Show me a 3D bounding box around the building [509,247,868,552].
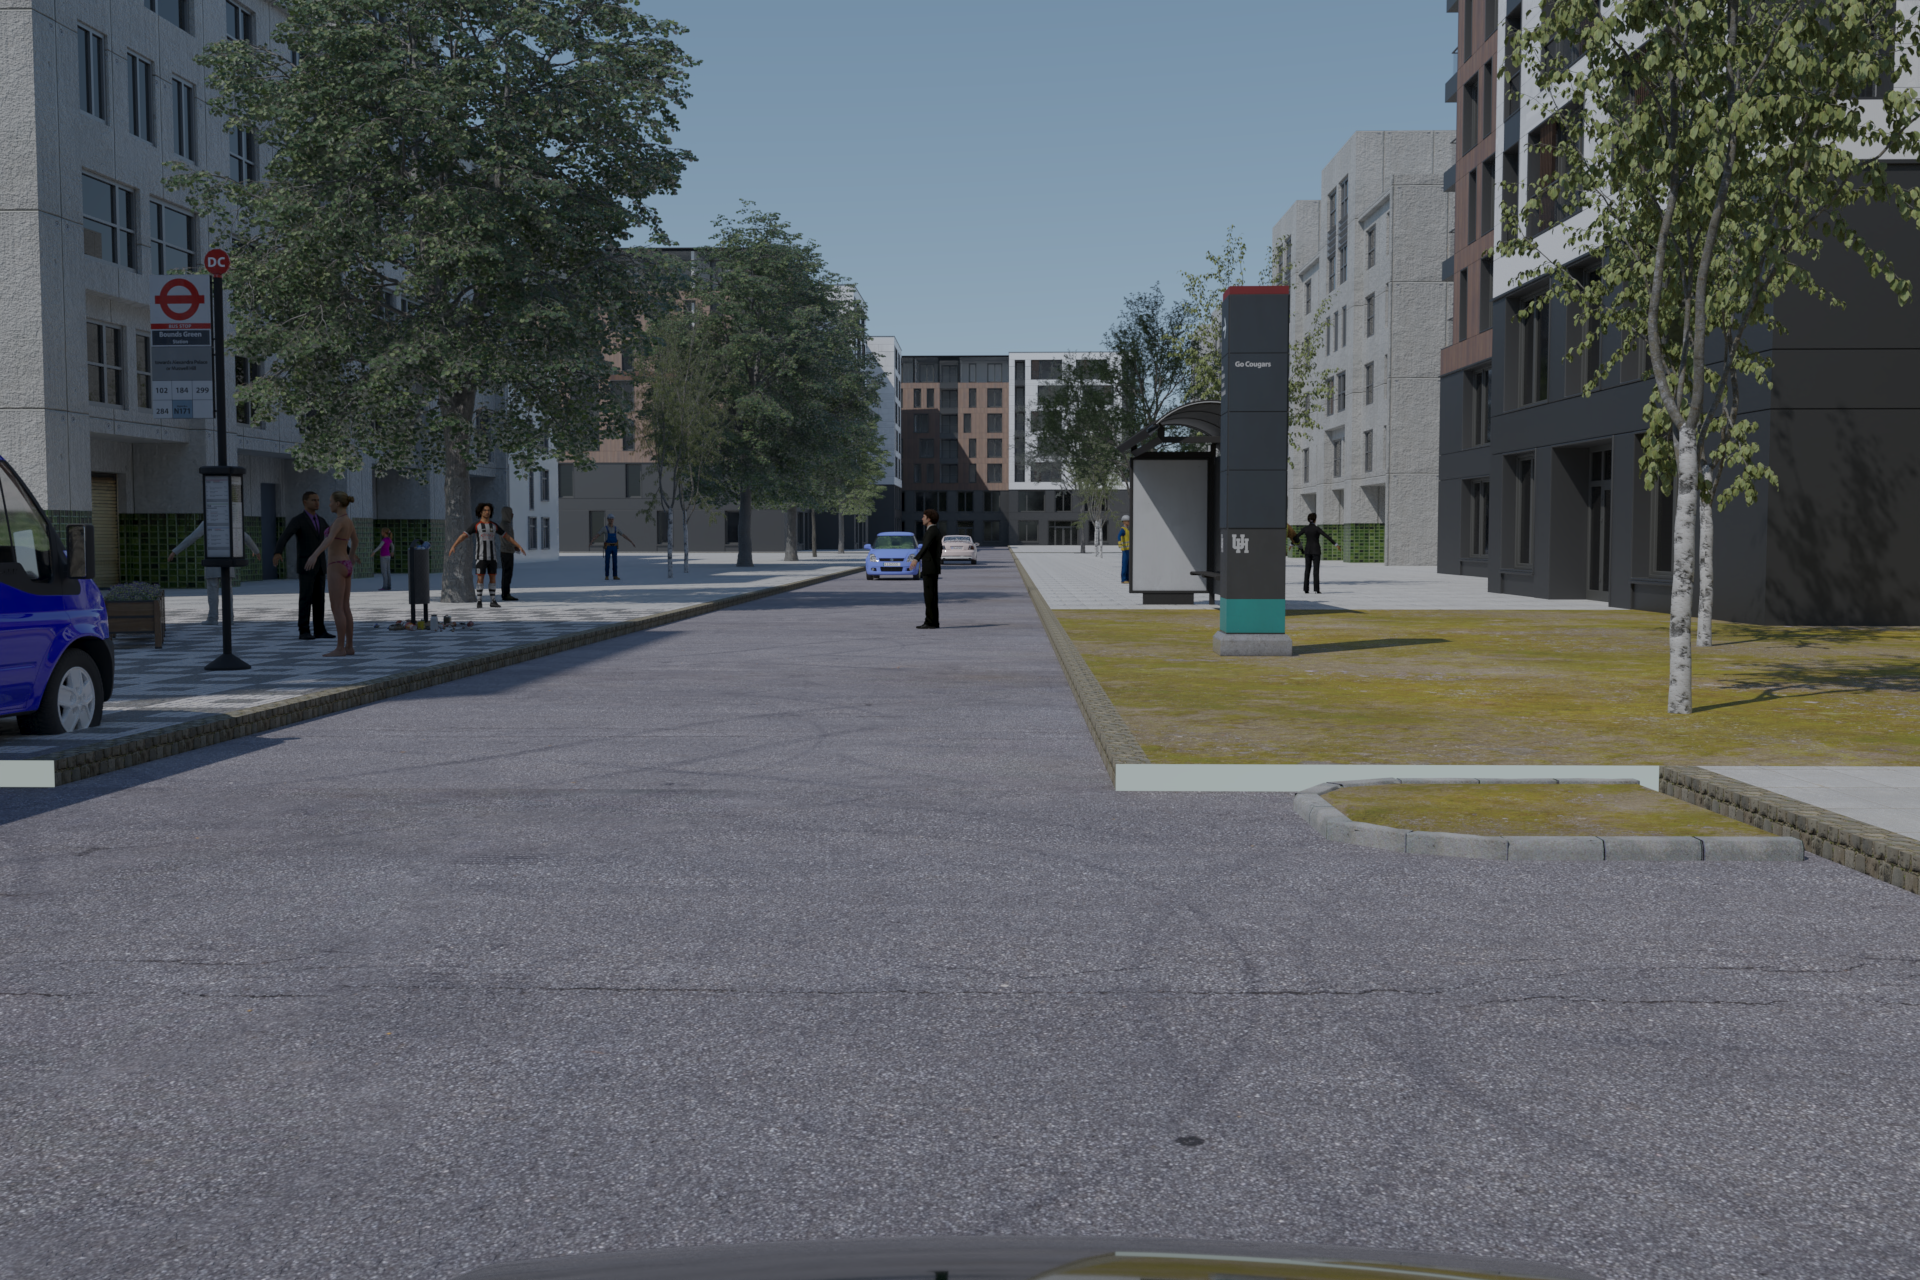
[{"bbox_3d":[-22.647,-18.108,140.047,27.936,21.610,32.646,0,4,2],"label":"building"}]

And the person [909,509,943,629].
[{"bbox_3d":[-0.469,-1.077,26.256,0.705,1.806,1.347,1,4,15],"label":"person"}]

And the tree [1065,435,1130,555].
[{"bbox_3d":[8.283,-9.425,104.459,4.360,8.622,3.978,0,3,0],"label":"tree"}]

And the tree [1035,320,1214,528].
[{"bbox_3d":[7.269,-8.569,74.519,8.767,10.594,7.601,1,4,10],"label":"tree"}]

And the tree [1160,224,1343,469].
[{"bbox_3d":[7.005,-5.618,42.218,4.737,8.622,4.395,0,3,0],"label":"tree"}]

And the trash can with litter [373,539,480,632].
[{"bbox_3d":[-7.173,-0.775,23.724,1.678,1.210,2.233,0,4,2],"label":"trash can with litter"}]

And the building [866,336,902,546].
[{"bbox_3d":[-20.726,-20.354,176.762,27.936,21.610,32.646,0,4,1],"label":"building"}]

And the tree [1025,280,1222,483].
[{"bbox_3d":[6.631,-7.951,64.407,8.767,10.594,7.601,-1,4,-11],"label":"tree"}]

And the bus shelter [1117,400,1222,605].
[{"bbox_3d":[3.817,-2.138,28.876,2.014,3.302,5.546,0,4,1],"label":"bus shelter"}]

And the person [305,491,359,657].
[{"bbox_3d":[-6.598,-0.699,18.226,0.721,1.733,1.217,0,4,1],"label":"person"}]

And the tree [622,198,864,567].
[{"bbox_3d":[-8.443,-9.857,67.814,9.857,13.997,8.962,0,3,0],"label":"tree"}]

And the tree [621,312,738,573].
[{"bbox_3d":[-8.999,-6.543,57.335,4.360,8.622,3.978,0,3,0],"label":"tree"}]

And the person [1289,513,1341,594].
[{"bbox_3d":[7.620,-1.869,37.281,1.216,1.740,0.721,3,4,38],"label":"person"}]

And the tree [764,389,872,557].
[{"bbox_3d":[-8.368,-9.871,95.804,7.601,10.594,8.767,-3,4,-36],"label":"tree"}]

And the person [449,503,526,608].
[{"bbox_3d":[-8.236,-1.467,30.127,1.345,1.843,0.704,-2,4,-32],"label":"person"}]

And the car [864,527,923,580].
[{"bbox_3d":[-2.034,-2.769,54.865,1.945,1.707,3.694,0,4,2],"label":"car"}]

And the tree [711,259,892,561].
[{"bbox_3d":[-8.030,-10.697,81.551,9.857,13.997,8.962,0,3,0],"label":"tree"}]

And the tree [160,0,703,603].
[{"bbox_3d":[-9.537,-7.675,32.139,9.857,13.997,8.962,0,3,0],"label":"tree"}]

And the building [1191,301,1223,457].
[{"bbox_3d":[28.449,-16.649,138.661,16.747,18.905,31.486,0,4,2],"label":"building"}]

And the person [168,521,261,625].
[{"bbox_3d":[-10.496,-1.120,24.499,0.705,1.806,1.347,3,5,39],"label":"person"}]

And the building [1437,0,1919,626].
[{"bbox_3d":[25.597,-11.948,39.332,27.936,21.610,32.646,0,4,2],"label":"building"}]

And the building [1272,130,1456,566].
[{"bbox_3d":[25.936,-13.335,84.490,16.747,18.905,31.486,0,4,2],"label":"building"}]

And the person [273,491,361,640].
[{"bbox_3d":[-7.891,-0.912,21.141,0.704,1.802,1.346,2,4,26],"label":"person"}]

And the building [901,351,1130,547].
[{"bbox_3d":[3.803,-22.045,206.869,32.646,21.610,27.936,0,4,2],"label":"building"}]

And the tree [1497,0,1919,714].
[{"bbox_3d":[5.403,-3.781,12.188,4.737,8.622,4.395,0,3,0],"label":"tree"}]

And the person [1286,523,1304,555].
[{"bbox_3d":[5.782,-1.596,31.858,1.354,1.858,0.705,-1,4,-21],"label":"person"}]

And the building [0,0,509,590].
[{"bbox_3d":[-25.711,-11.172,49.125,16.747,18.905,31.486,0,4,1],"label":"building"}]

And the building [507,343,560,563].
[{"bbox_3d":[-23.686,-8.625,83.167,9.099,9.664,28.070,0,4,1],"label":"building"}]

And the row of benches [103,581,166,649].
[{"bbox_3d":[-10.030,-0.343,21.066,1.422,0.672,4.104,-2,4,-24],"label":"row of benches"}]

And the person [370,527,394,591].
[{"bbox_3d":[-13.143,-1.847,39.457,0.599,1.433,0.991,1,4,9],"label":"person"}]

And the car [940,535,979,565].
[{"bbox_3d":[-0.133,-4.260,82.011,2.083,1.381,4.827,0,4,0],"label":"car"}]

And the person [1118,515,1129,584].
[{"bbox_3d":[4.388,-2.350,44.879,0.721,1.772,1.216,2,4,32],"label":"person"}]

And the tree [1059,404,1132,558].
[{"bbox_3d":[7.606,-8.656,91.895,4.360,8.622,3.978,0,3,0],"label":"tree"}]

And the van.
[{"bbox_3d":[-6.721,-0.316,9.554,2.240,2.365,5.245,0,4,1],"label":"van"}]

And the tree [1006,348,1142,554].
[{"bbox_3d":[8.058,-12.470,114.261,12.009,13.543,11.850,0,3,0],"label":"tree"}]

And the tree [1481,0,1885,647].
[{"bbox_3d":[8.286,-4.228,19.483,4.737,8.622,4.395,0,3,0],"label":"tree"}]

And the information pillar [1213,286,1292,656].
[{"bbox_3d":[3.122,-1.777,18.428,0.750,3.857,0.750,0,4,2],"label":"information pillar"}]

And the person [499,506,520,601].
[{"bbox_3d":[-8.699,-1.667,33.391,0.705,1.813,1.348,-2,4,-24],"label":"person"}]

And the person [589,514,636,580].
[{"bbox_3d":[-9.774,-2.611,48.548,1.347,1.847,0.705,-2,4,-29],"label":"person"}]

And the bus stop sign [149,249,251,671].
[{"bbox_3d":[-7.167,-1.689,16.320,0.855,3.939,0.416,0,4,2],"label":"bus stop sign"}]

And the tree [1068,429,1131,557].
[{"bbox_3d":[7.556,-9.001,97.530,4.360,8.622,3.978,0,3,0],"label":"tree"}]

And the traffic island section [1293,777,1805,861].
[{"bbox_3d":[2.717,0.873,8.591,1.991,0.108,1.994,0,4,1],"label":"traffic island section"}]

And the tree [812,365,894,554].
[{"bbox_3d":[-8.034,-11.917,112.970,7.486,12.596,7.792,0,3,0],"label":"tree"}]

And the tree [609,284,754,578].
[{"bbox_3d":[-8.540,-6.084,49.842,4.360,8.622,3.978,0,3,0],"label":"tree"}]
